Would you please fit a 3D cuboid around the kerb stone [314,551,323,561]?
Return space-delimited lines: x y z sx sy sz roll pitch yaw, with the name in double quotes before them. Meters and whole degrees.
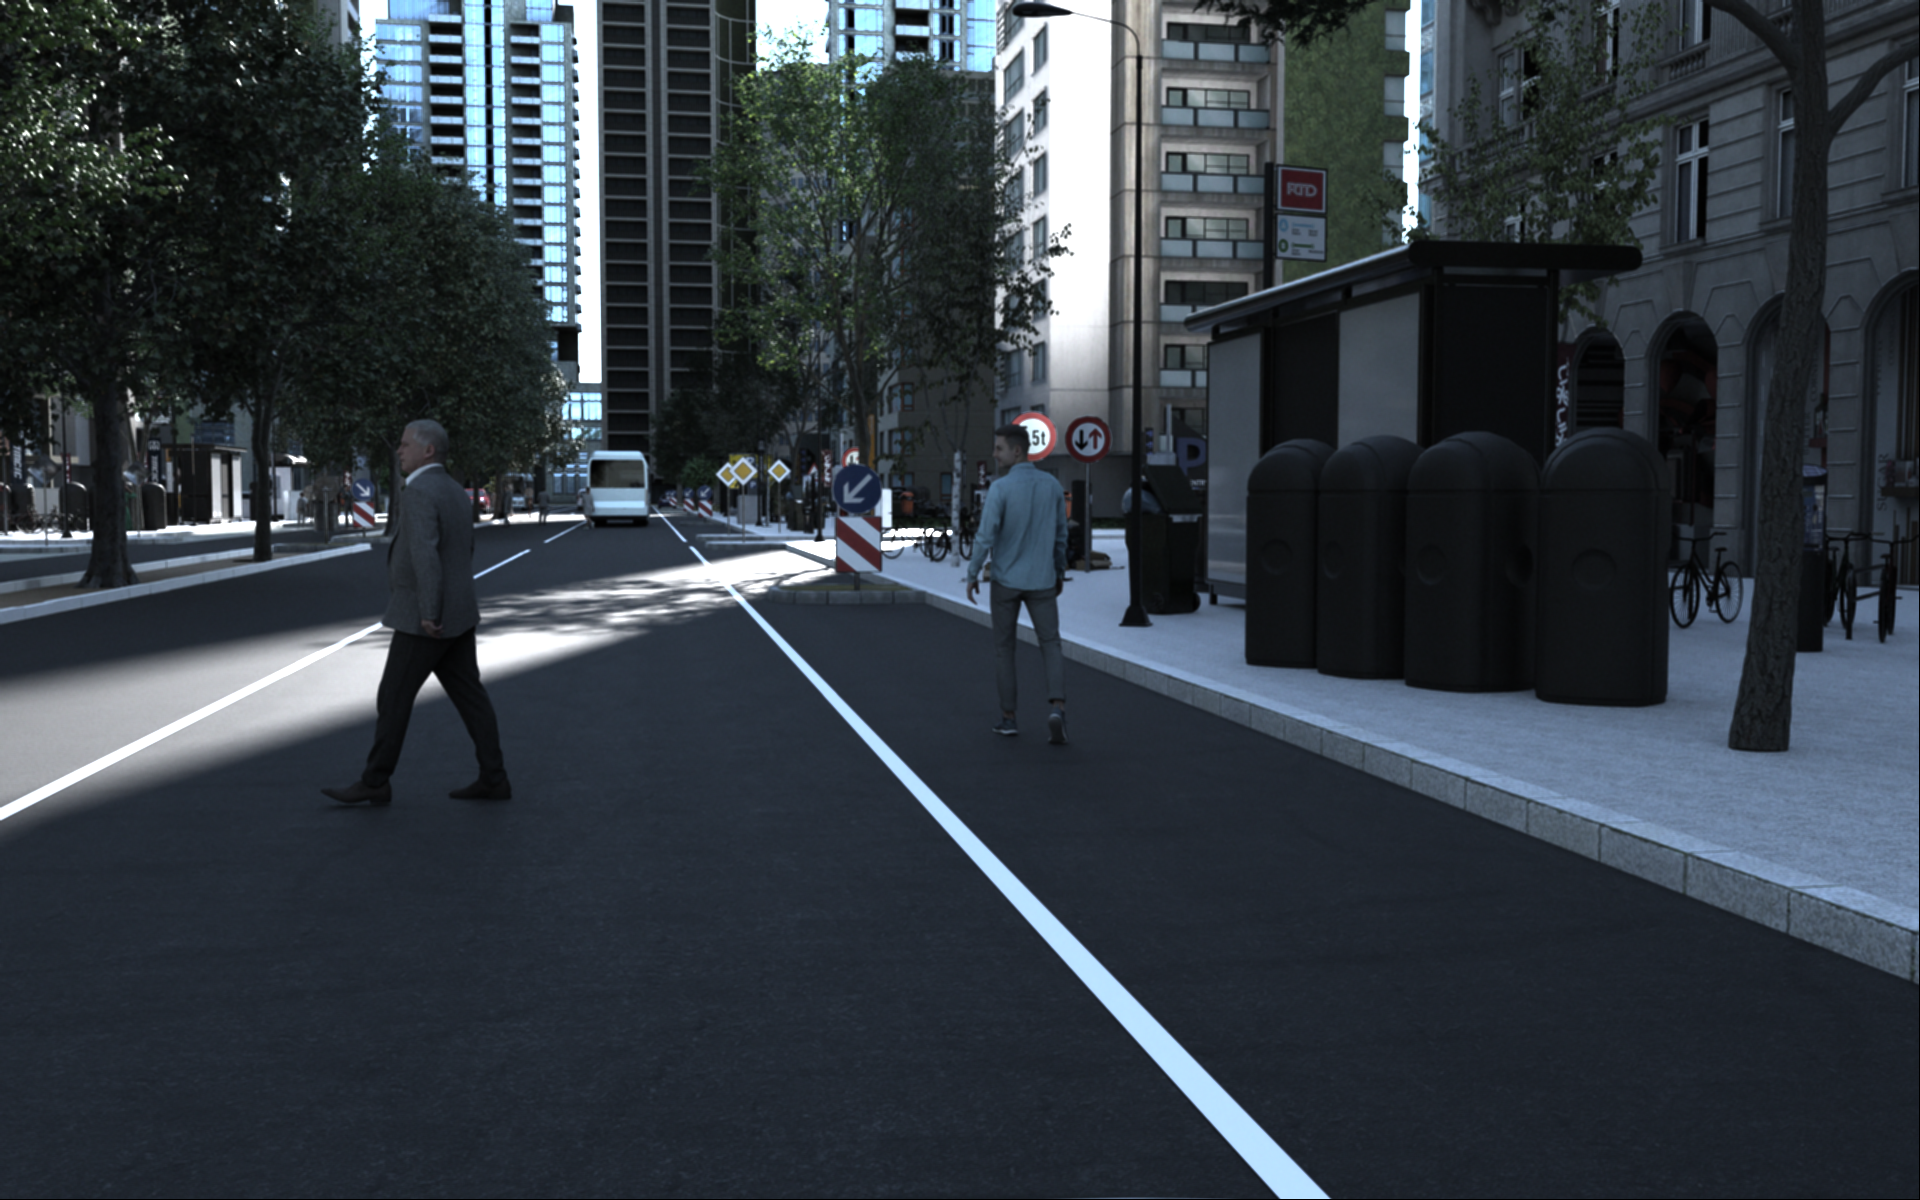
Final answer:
"kerb stone" -13.945 -0.923 37.330 0.120 0.150 1.000 -1 4 -10

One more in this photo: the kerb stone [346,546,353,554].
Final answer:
"kerb stone" -14.691 -1.169 41.354 0.120 0.150 1.000 -1 4 -10

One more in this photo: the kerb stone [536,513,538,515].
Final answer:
"kerb stone" -28.154 -5.644 114.501 0.120 0.150 1.000 -1 4 -10

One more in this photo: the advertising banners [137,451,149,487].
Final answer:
"advertising banners" -34.217 -4.570 70.900 2.074 3.025 0.090 -1 4 -18

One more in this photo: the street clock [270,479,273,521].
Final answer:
"street clock" -32.627 -4.721 81.756 0.358 2.002 0.471 -3 5 -40

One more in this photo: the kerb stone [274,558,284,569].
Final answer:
"kerb stone" -13.209 -0.678 33.308 0.120 0.150 1.000 -1 4 -10

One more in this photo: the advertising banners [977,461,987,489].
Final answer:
"advertising banners" 1.901 -5.788 90.819 2.074 3.025 0.090 0 4 -1

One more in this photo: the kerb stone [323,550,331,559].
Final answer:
"kerb stone" -14.126 -0.987 38.336 0.120 0.150 1.000 -1 4 -10

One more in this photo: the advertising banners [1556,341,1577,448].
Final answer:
"advertising banners" 6.350 -1.425 19.480 2.074 3.025 0.090 -3 5 -40

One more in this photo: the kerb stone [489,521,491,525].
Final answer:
"kerb stone" -21.660 -3.487 79.202 0.120 0.150 1.000 -1 4 -10

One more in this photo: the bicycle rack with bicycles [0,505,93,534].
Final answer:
"bicycle rack with bicycles" -29.907 -2.642 56.574 2.925 0.926 2.852 -1 4 -20

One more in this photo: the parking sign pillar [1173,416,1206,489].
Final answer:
"parking sign pillar" 8.017 -4.361 59.775 1.447 3.967 1.447 -1 4 -11

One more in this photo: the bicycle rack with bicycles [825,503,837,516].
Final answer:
"bicycle rack with bicycles" -7.402 -5.418 101.972 2.852 0.926 2.925 3 4 36

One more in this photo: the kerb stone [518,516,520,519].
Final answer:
"kerb stone" -24.998 -4.597 97.353 0.120 0.150 1.000 -1 4 -10

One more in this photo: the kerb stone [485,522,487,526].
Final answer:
"kerb stone" -21.289 -3.363 77.185 0.120 0.150 1.000 -1 4 -10

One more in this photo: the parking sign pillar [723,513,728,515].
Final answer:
"parking sign pillar" -13.342 -6.976 102.524 1.447 3.967 1.447 -1 4 -16

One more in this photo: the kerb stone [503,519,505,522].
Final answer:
"kerb stone" -23.130 -3.977 87.255 0.120 0.150 1.000 -1 4 -10

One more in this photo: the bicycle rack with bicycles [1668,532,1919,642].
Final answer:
"bicycle rack with bicycles" 7.859 -0.192 16.520 2.852 0.926 2.925 3 4 38

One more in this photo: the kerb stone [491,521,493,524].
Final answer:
"kerb stone" -21.842 -3.548 80.208 0.120 0.150 1.000 -1 4 -10

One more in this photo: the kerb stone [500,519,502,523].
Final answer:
"kerb stone" -22.773 -3.856 85.238 0.120 0.150 1.000 -1 4 -10

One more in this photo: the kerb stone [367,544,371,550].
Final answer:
"kerb stone" -15.241 -1.356 44.373 0.120 0.150 1.000 -1 4 -10

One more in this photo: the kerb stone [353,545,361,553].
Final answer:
"kerb stone" -14.869 -1.233 42.361 0.120 0.150 1.000 -1 4 -10

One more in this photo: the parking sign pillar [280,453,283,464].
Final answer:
"parking sign pillar" -44.994 -7.657 113.660 1.447 3.967 1.447 1 4 8

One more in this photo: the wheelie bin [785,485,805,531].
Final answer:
"wheelie bin" -5.616 -3.199 60.212 0.980 1.594 0.693 -2 4 -27

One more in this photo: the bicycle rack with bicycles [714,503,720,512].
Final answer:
"bicycle rack with bicycles" -15.993 -6.628 121.742 2.925 0.926 2.852 1 4 15

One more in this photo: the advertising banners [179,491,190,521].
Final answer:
"advertising banners" -35.972 -5.257 82.136 2.074 3.025 0.090 -1 4 -17

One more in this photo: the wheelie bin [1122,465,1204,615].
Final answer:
"wheelie bin" 2.152 -0.658 18.674 0.693 1.594 0.980 3 5 45

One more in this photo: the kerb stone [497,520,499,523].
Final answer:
"kerb stone" -22.395 -3.733 83.225 0.120 0.150 1.000 -1 4 -10

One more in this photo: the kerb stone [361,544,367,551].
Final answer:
"kerb stone" -15.056 -1.294 43.365 0.120 0.150 1.000 -1 4 -10

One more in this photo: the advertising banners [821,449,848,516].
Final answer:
"advertising banners" -4.574 -4.397 68.074 2.074 3.025 0.090 -3 4 -36

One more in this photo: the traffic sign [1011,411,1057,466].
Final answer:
"traffic sign" 1.113 -1.633 26.803 0.768 2.556 0.104 0 4 -1

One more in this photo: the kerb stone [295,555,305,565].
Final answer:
"kerb stone" -13.578 -0.801 35.319 0.120 0.150 1.000 -1 4 -10

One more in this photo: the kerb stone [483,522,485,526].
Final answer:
"kerb stone" -21.103 -3.295 76.180 0.120 0.150 1.000 -1 4 -10

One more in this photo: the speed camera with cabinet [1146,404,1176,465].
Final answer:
"speed camera with cabinet" 4.435 -2.729 38.951 0.660 3.252 2.038 0 4 2

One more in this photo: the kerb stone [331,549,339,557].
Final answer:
"kerb stone" -14.322 -1.049 39.343 0.120 0.150 1.000 -1 4 -10

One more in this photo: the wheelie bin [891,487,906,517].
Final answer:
"wheelie bin" -2.638 -4.091 74.799 0.980 1.594 0.693 1 4 10

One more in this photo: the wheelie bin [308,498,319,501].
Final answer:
"wheelie bin" -35.008 -5.253 93.789 0.980 1.594 0.693 -1 4 -21

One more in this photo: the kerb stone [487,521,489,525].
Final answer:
"kerb stone" -21.467 -3.425 78.196 0.120 0.150 1.000 -1 4 -10

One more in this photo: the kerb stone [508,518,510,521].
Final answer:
"kerb stone" -23.700 -4.160 90.282 0.120 0.150 1.000 -1 4 -10

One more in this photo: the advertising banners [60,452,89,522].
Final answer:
"advertising banners" -37.361 -4.736 73.622 0.090 3.025 2.074 1 4 19

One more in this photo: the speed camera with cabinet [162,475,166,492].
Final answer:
"speed camera with cabinet" -38.878 -5.405 82.703 0.660 3.252 2.038 3 4 39

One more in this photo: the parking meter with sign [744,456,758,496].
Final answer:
"parking meter with sign" -9.478 -5.055 78.912 0.543 3.016 1.738 -1 4 -12

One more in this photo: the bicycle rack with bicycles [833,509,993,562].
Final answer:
"bicycle rack with bicycles" -0.415 -1.276 34.248 2.852 0.926 2.925 3 5 42

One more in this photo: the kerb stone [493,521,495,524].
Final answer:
"kerb stone" -22.034 -3.610 81.213 0.120 0.150 1.000 -1 4 -10

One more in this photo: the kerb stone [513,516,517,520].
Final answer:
"kerb stone" -24.625 -4.472 95.329 0.120 0.150 1.000 -1 4 -10

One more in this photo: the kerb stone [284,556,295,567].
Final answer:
"kerb stone" -13.396 -0.741 34.312 0.120 0.150 1.000 -1 4 -10

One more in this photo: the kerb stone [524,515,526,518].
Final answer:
"kerb stone" -25.931 -4.905 102.397 0.120 0.150 1.000 -1 4 -10

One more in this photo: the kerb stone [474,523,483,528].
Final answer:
"kerb stone" -20.911 -3.228 75.175 0.120 0.150 1.000 -1 4 -10

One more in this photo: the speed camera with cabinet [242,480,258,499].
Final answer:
"speed camera with cabinet" -44.771 -7.080 110.092 2.038 3.252 0.660 1 4 20

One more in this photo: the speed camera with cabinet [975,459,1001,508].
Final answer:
"speed camera with cabinet" 1.367 -5.560 85.235 0.660 3.252 2.038 -1 4 -22

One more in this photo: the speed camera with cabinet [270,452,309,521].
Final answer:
"speed camera with cabinet" -32.363 -5.426 83.047 0.660 3.252 2.038 3 5 42

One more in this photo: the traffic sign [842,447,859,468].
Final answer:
"traffic sign" -2.833 -2.876 47.133 0.768 2.556 0.104 0 4 -3

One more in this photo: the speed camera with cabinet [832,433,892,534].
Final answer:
"speed camera with cabinet" -3.183 -3.779 56.117 2.038 3.252 0.660 2 4 34

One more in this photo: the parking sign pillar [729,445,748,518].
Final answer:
"parking sign pillar" -11.562 -6.503 94.794 1.447 3.967 1.447 1 4 19

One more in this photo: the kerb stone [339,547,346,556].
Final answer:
"kerb stone" -14.505 -1.108 40.349 0.120 0.150 1.000 -1 4 -10

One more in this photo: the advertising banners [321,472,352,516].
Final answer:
"advertising banners" -36.559 -6.429 101.297 2.074 3.025 0.090 -1 4 -9

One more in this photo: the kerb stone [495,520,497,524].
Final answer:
"kerb stone" -22.212 -3.666 82.220 0.120 0.150 1.000 -1 4 -10

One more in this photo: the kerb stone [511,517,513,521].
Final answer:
"kerb stone" -24.065 -4.289 92.313 0.120 0.150 1.000 -1 4 -10

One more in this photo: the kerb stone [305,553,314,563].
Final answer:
"kerb stone" -13.760 -0.864 36.325 0.120 0.150 1.000 -1 4 -10
